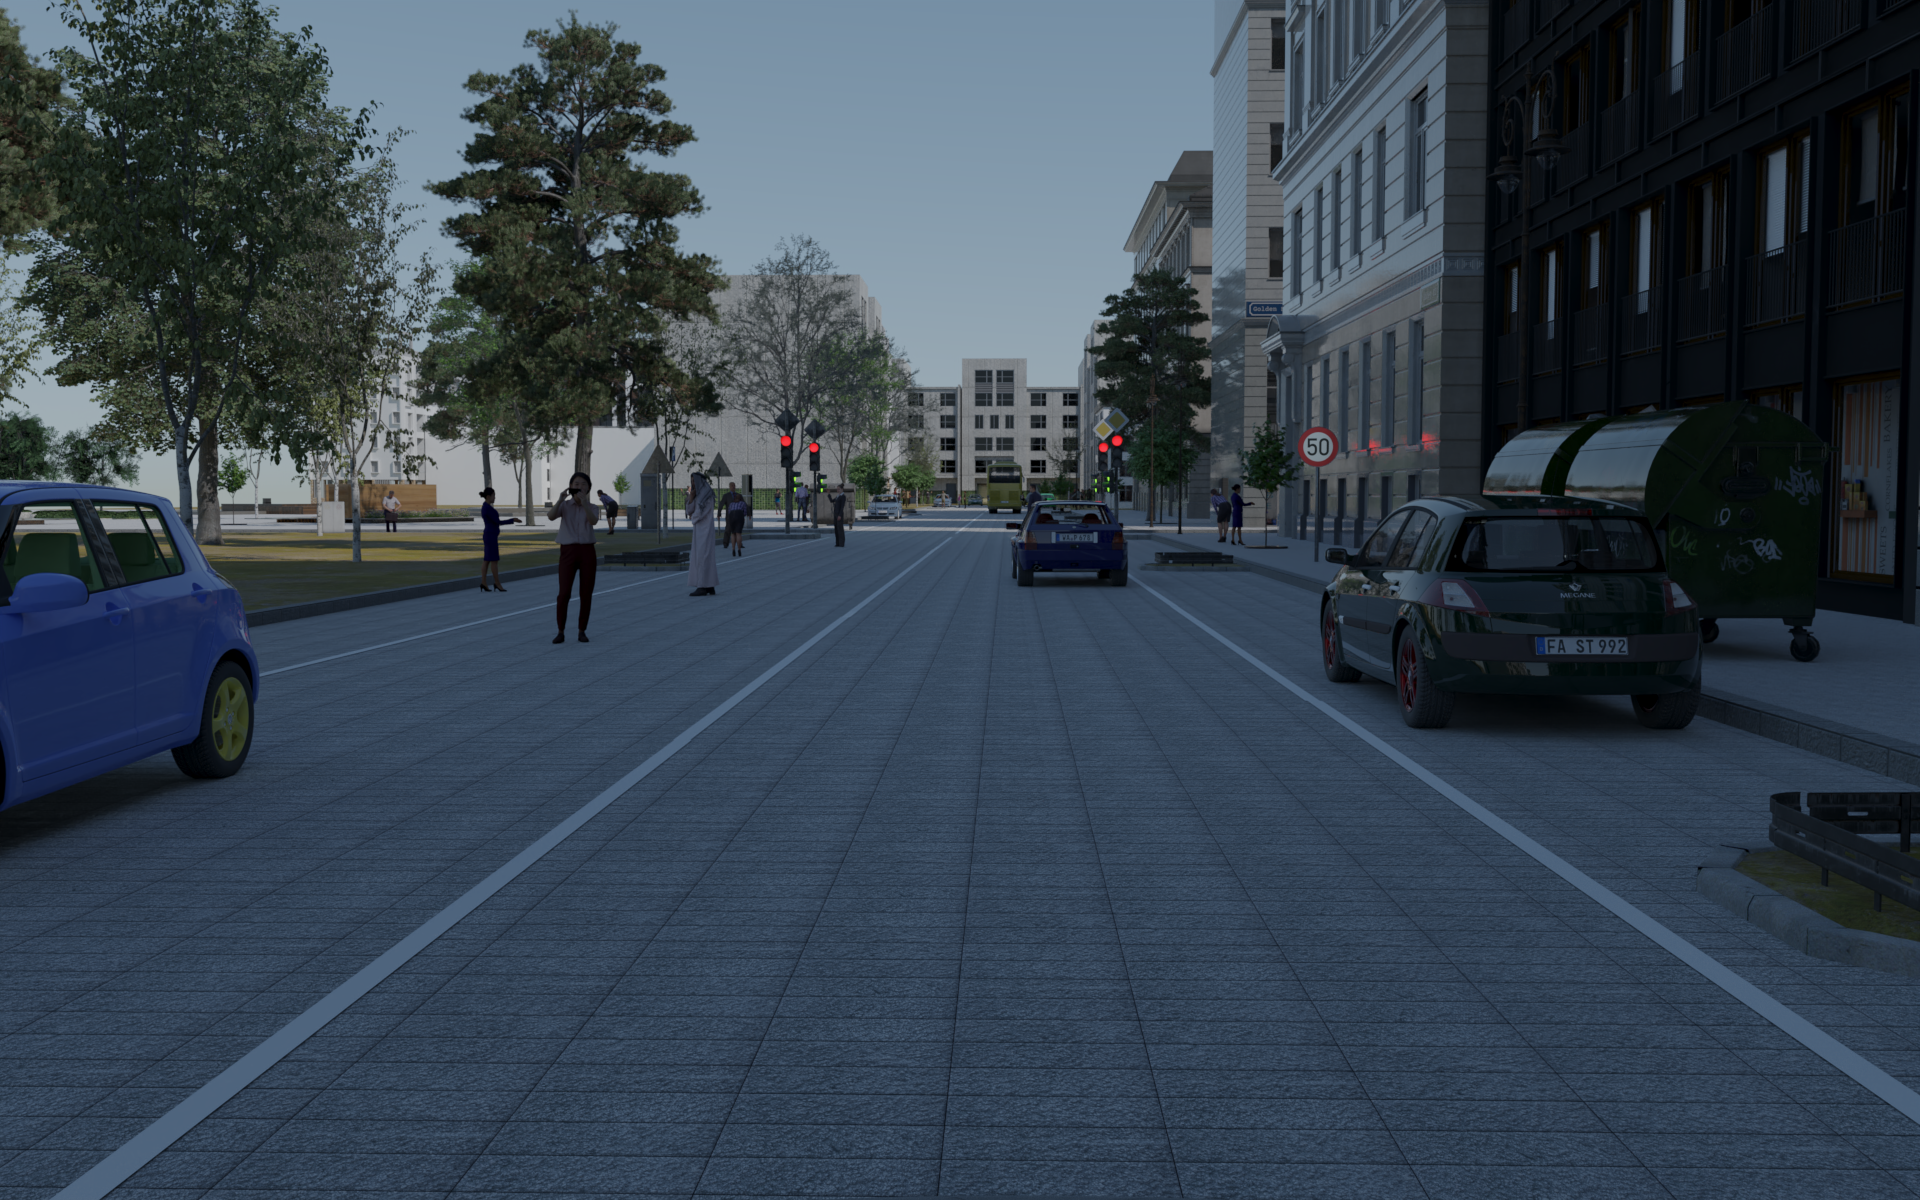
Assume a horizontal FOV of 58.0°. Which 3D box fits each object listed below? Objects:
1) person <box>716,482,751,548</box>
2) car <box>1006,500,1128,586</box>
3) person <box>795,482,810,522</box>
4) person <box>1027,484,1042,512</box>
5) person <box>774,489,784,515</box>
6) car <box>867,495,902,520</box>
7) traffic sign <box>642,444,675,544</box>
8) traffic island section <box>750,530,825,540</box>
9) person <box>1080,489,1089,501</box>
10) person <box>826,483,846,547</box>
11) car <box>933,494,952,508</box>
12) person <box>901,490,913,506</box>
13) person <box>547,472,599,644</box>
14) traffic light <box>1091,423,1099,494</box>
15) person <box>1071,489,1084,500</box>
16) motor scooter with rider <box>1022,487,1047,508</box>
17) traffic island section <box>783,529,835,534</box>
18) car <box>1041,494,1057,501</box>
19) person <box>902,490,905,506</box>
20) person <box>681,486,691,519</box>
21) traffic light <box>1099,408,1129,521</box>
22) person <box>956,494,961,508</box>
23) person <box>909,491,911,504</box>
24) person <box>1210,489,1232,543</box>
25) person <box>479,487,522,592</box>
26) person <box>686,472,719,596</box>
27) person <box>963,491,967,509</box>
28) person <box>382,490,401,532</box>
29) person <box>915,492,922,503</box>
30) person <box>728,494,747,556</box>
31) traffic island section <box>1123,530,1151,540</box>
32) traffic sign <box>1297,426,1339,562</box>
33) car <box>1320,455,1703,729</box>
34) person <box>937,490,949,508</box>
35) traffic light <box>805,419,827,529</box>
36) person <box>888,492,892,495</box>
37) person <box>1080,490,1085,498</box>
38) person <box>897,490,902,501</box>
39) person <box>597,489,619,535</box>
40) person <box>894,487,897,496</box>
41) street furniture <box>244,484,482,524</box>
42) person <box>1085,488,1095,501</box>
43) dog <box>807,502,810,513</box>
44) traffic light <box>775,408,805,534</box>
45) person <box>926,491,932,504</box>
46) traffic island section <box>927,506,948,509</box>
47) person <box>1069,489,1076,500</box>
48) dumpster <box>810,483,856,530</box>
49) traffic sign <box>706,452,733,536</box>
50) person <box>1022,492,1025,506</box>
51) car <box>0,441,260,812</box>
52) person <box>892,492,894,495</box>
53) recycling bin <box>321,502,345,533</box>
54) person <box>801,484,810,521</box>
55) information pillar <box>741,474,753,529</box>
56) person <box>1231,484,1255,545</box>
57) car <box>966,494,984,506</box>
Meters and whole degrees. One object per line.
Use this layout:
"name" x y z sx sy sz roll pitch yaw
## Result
"person" -5.975 -2.251 45.858 0.990 1.755 0.434 -2 4 -25
"car" 1.735 -0.955 28.196 1.945 1.354 3.894 0 4 0
"person" -7.335 -4.563 80.523 0.709 1.838 0.599 0 4 -1
"person" 2.084 -2.398 48.621 0.541 1.710 0.530 -3 5 -39
"person" -11.255 -6.100 107.645 0.647 1.594 0.662 2 4 35
"car" -4.267 -5.317 98.933 2.014 1.417 4.499 0 4 2
"traffic sign" -7.762 -2.727 44.591 0.884 2.594 0.081 0 4 6
"traffic island section" -5.596 -2.063 56.005 2.009 0.180 2.903 0 4 2
"person" 10.524 -8.685 148.560 1.217 1.766 0.721 -2 4 -27
"person" -3.391 -2.305 46.991 0.742 1.727 0.445 2 4 29
"car" -1.856 -10.619 185.615 2.014 1.417 4.499 0 4 3
"person" -5.624 -10.896 184.289 1.348 1.812 0.705 0 4 -8
"person" -3.693 -0.412 16.689 0.517 1.644 0.566 2 4 29
"traffic light" 5.226 -4.546 63.573 0.839 4.213 0.868 0 4 2
"person" 9.570 -8.186 140.679 1.217 1.735 0.721 -2 4 -25
"motor scooter with rider" 2.383 -2.788 54.556 0.876 1.779 1.986 0 4 1
"traffic island section" -5.372 -2.551 63.987 2.009 0.180 2.903 0 4 2
"car" 7.694 -8.924 154.708 1.959 1.807 4.718 0 4 2
"person" -6.054 -11.098 188.219 0.721 1.735 1.217 1 4 8
"person" -14.178 -5.093 90.118 0.445 1.727 0.742 2 4 31
"traffic light" 5.002 -4.058 55.591 0.839 4.213 0.868 0 4 2
"person" -0.141 -10.269 179.624 0.599 1.433 0.991 -2 4 -28
"person" -6.211 -12.743 214.332 0.705 1.831 1.348 -1 4 -8
"person" 6.885 -2.239 45.890 0.421 1.427 0.697 -2 4 -33
"person" -6.770 -0.889 25.403 0.546 1.535 0.453 -3 5 -44
"person" -3.673 -0.939 24.514 0.621 1.740 0.551 -3 5 -44
"person" 0.416 -9.849 170.253 0.721 1.735 1.217 0 4 -3
"person" -19.173 -2.922 58.479 0.614 1.554 0.590 -1 4 -22
"person" -4.704 -11.704 198.118 1.217 1.735 0.721 0 4 5
"person" -5.118 -1.716 39.795 0.421 1.427 0.697 0 4 1
"traffic island section" 5.041 -2.044 55.703 2.009 0.180 2.903 0 4 2
"traffic sign" 6.750 -1.995 32.717 0.768 2.556 0.104 0 4 8
"car" 3.627 -0.133 11.964 2.009 1.686 4.222 0 4 2
"person" -1.742 -10.445 179.270 1.348 1.824 0.705 1 4 22
"traffic light" -5.332 -4.563 63.852 0.839 4.213 0.868 0 4 2
"person" -9.073 -12.702 214.456 0.721 1.736 1.217 -1 4 -12
"person" 12.008 -9.940 169.502 0.756 1.711 0.436 -2 4 -35
"person" -6.725 -11.532 195.400 0.742 1.727 0.445 0 4 7
"person" -11.112 -2.772 54.591 0.697 1.427 0.421 1 4 14
"person" -5.296 -8.393 143.209 0.705 1.831 1.348 0 4 -1
"street furniture" -25.657 -4.425 79.200 9.812 1.723 11.010 2 4 26
"person" 12.012 -9.455 160.647 0.705 1.821 1.348 -3 5 -43
"dog" -10.001 -6.170 115.253 0.513 0.831 0.800 0 4 -5
"traffic light" -5.556 -4.075 55.870 0.839 4.213 0.868 0 4 2
"person" -3.876 -12.784 215.871 0.742 1.727 0.445 -1 4 -16
"traffic island section" -2.173 -8.774 166.322 1.991 0.108 1.994 0 4 2
"person" 10.857 -9.645 163.868 1.348 1.807 0.705 -2 4 -29
"dumpster" -5.067 -3.718 69.008 1.865 1.857 1.264 0 3 0
"traffic sign" -7.418 -3.258 53.271 0.884 2.594 0.081 1 4 9
"person" 7.703 -12.291 210.146 0.721 1.739 1.217 0 4 -6
"car" -4.526 0.129 7.482 1.945 1.707 3.694 0 4 0
"person" -7.541 -11.815 199.227 1.348 1.824 0.705 -1 4 -11
"recycling bin" -20.682 -2.720 57.018 0.722 1.027 0.722 -2 4 -27
"person" -7.243 -4.575 81.534 0.565 1.739 0.600 3 5 45
"information pillar" -7.872 -3.646 64.101 0.304 2.012 0.304 3 5 44
"person" 7.040 -2.139 43.392 0.546 1.535 0.453 -3 4 -37
"car" 1.847 -12.068 209.116 2.131 1.459 4.920 0 4 1
